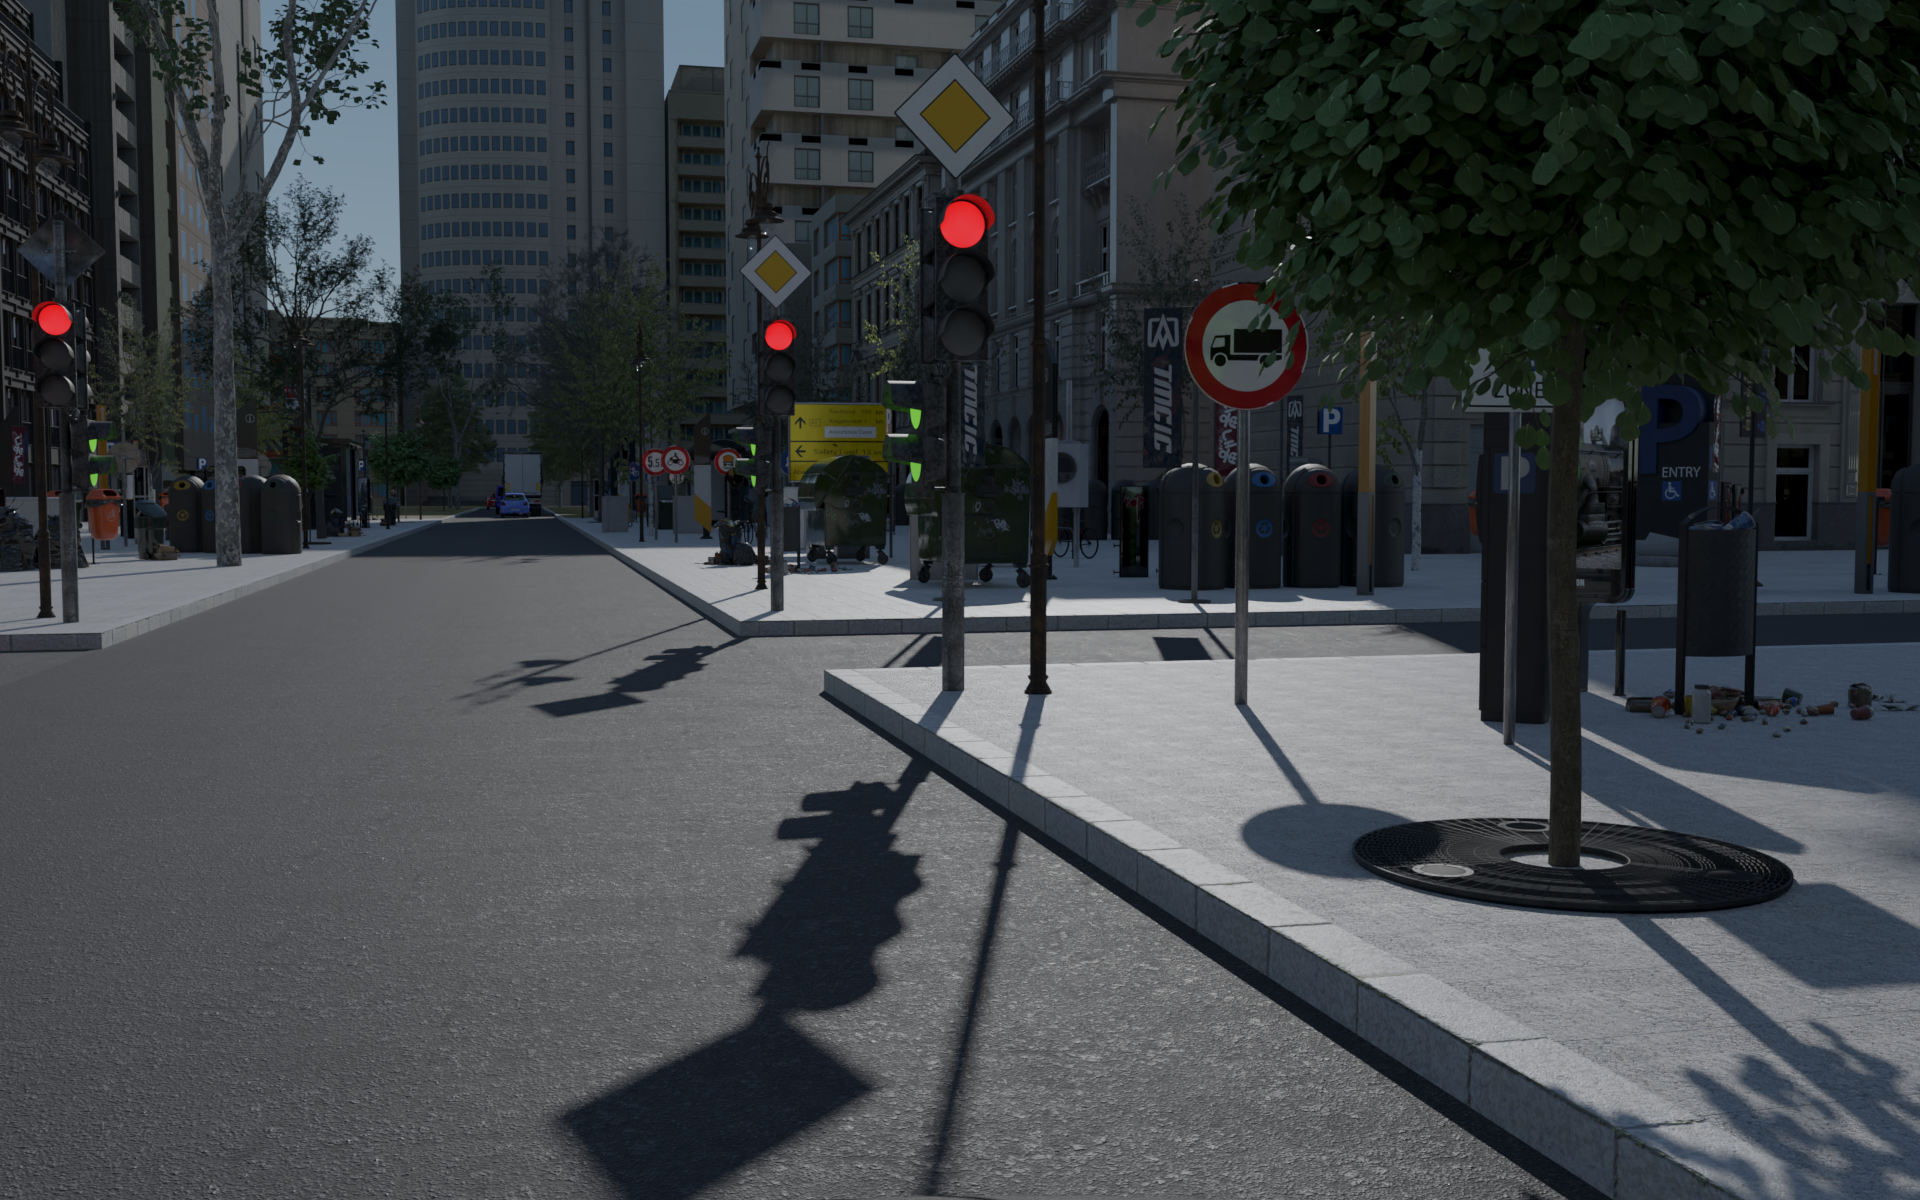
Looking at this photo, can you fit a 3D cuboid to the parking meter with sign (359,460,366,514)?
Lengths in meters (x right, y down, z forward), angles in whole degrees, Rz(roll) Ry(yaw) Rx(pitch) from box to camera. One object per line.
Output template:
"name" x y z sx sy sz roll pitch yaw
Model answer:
"parking meter with sign" -30.882 -5.653 88.694 0.543 3.016 1.738 0 4 -2

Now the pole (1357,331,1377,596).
"pole" 5.135 -1.713 21.851 0.158 3.312 0.155 0 3 0

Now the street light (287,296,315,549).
"street light" -15.390 -4.146 40.571 0.468 5.910 1.993 -1 4 -14

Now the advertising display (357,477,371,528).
"advertising display" -22.419 -3.667 65.175 0.123 1.923 0.974 -3 5 -39

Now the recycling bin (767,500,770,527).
"recycling bin" -7.490 -3.438 68.773 0.722 1.027 0.722 0 4 6

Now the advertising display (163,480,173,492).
"advertising display" -37.061 -4.644 81.140 0.974 1.923 0.123 3 5 44

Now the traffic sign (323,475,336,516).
"traffic sign" -22.713 -3.777 61.764 0.884 2.594 0.081 -1 4 -11

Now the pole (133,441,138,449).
"pole" -31.423 -4.419 66.096 0.158 3.312 0.155 0 3 0

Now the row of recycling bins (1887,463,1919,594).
"row of recycling bins" 13.804 -0.976 23.069 3.534 1.692 1.069 -1 4 -21

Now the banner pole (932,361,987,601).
"banner pole" 0.023 -1.870 20.587 0.401 3.779 0.863 -3 5 -43

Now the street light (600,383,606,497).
"street light" -14.183 -5.871 68.784 0.468 5.910 1.993 -1 4 -14

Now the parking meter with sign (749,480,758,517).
"parking meter with sign" -11.011 -5.932 93.250 0.543 3.016 1.738 -3 5 -43

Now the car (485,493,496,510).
"car" -42.748 -9.218 159.748 2.155 1.783 4.494 -1 4 -14

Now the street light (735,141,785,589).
"street light" -2.678 -3.082 23.185 0.468 5.910 1.993 -1 4 -14

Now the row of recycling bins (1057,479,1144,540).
"row of recycling bins" 4.204 -2.534 48.545 3.534 1.692 1.069 0 4 -8

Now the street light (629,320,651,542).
"street light" -8.540 -4.497 46.306 0.468 5.910 1.993 -1 4 -14

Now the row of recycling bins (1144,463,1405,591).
"row of recycling bins" 4.408 -1.020 23.784 3.534 1.692 1.069 -1 4 -16

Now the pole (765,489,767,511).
"pole" -6.645 -3.978 58.886 0.158 3.312 0.155 0 3 0

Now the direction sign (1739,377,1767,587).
"direction sign" 10.984 -1.959 24.022 0.379 3.537 0.876 3 5 45

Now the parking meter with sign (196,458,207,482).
"parking meter with sign" -36.017 -5.346 83.672 1.738 3.016 0.543 2 4 27

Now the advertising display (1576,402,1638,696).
"advertising display" 3.925 -0.372 11.301 0.123 1.923 0.974 -3 5 -40

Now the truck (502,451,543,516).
"truck" -29.725 -7.880 117.743 2.839 4.237 11.283 -1 4 -14

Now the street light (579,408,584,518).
"street light" -19.920 -7.245 91.244 0.468 5.910 1.993 -1 4 -14

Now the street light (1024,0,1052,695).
"street light" 0.503 -2.336 10.981 0.468 5.910 1.993 -1 4 -14

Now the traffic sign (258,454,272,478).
"traffic sign" -22.304 -3.366 55.137 0.768 2.556 0.104 -1 4 -13

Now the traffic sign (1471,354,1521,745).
"traffic sign" 2.812 -0.408 8.801 0.606 2.300 0.079 -1 4 -11

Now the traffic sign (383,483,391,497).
"traffic sign" -27.767 -5.029 84.357 0.606 2.300 0.079 -1 4 -10

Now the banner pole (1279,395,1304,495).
"banner pole" 7.365 -2.982 38.780 0.401 3.779 0.863 -3 4 -39

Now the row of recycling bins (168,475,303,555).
"row of recycling bins" -15.763 -1.869 37.675 3.534 1.692 1.069 2 4 24

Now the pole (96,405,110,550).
"pole" -19.678 -2.810 39.780 0.158 3.312 0.155 0 3 0

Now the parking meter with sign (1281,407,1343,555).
"parking meter with sign" 7.103 -2.397 35.453 0.543 3.016 1.738 -1 4 -21

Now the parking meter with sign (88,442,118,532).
"parking meter with sign" -28.799 -3.781 58.082 1.738 3.016 0.543 3 5 44

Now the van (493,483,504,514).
"van" -32.744 -7.417 125.656 2.240 2.365 5.245 -1 4 -15

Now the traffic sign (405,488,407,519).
"traffic sign" -28.416 -5.429 88.768 0.884 2.594 0.081 0 4 -7

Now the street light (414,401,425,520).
"street light" -26.881 -6.933 86.149 0.468 5.910 1.993 -1 4 -14

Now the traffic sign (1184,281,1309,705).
"traffic sign" 1.715 -0.636 10.498 0.768 2.556 0.104 0 4 -6

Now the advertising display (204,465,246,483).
"advertising display" -16.679 -2.089 39.361 0.123 1.923 0.974 2 4 35

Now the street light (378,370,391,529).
"street light" -20.894 -5.523 63.084 0.468 5.910 1.993 -1 4 -14

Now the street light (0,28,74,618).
"street light" -9.489 -2.753 17.807 0.468 5.910 1.993 -1 4 -14

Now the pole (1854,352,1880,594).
"pole" 11.635 -1.734 22.199 0.158 3.312 0.155 0 3 0

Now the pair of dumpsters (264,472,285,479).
"pair of dumpsters" -26.838 -4.052 68.751 1.574 2.255 4.437 -1 4 -14

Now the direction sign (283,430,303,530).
"direction sign" -23.338 -4.218 60.962 0.876 3.537 0.379 -1 4 -14

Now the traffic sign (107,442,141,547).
"traffic sign" -20.343 -2.572 42.166 0.768 2.556 0.104 -1 4 -12

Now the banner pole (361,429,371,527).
"banner pole" -22.998 -4.712 67.063 0.401 3.779 0.863 0 4 -5

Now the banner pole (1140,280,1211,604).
"banner pole" 2.549 -1.860 20.428 0.863 3.779 0.401 1 4 16

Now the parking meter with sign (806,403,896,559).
"parking meter with sign" -2.178 -2.335 34.434 1.738 3.016 0.543 -1 4 -16

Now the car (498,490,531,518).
"car" -26.936 -5.824 104.809 1.945 1.707 3.694 -1 4 -14

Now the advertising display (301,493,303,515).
"advertising display" -22.324 -3.218 57.826 0.974 1.923 0.123 0 4 6

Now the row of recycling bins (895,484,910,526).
"row of recycling bins" -3.608 -3.926 71.307 3.534 1.692 1.069 1 4 21
